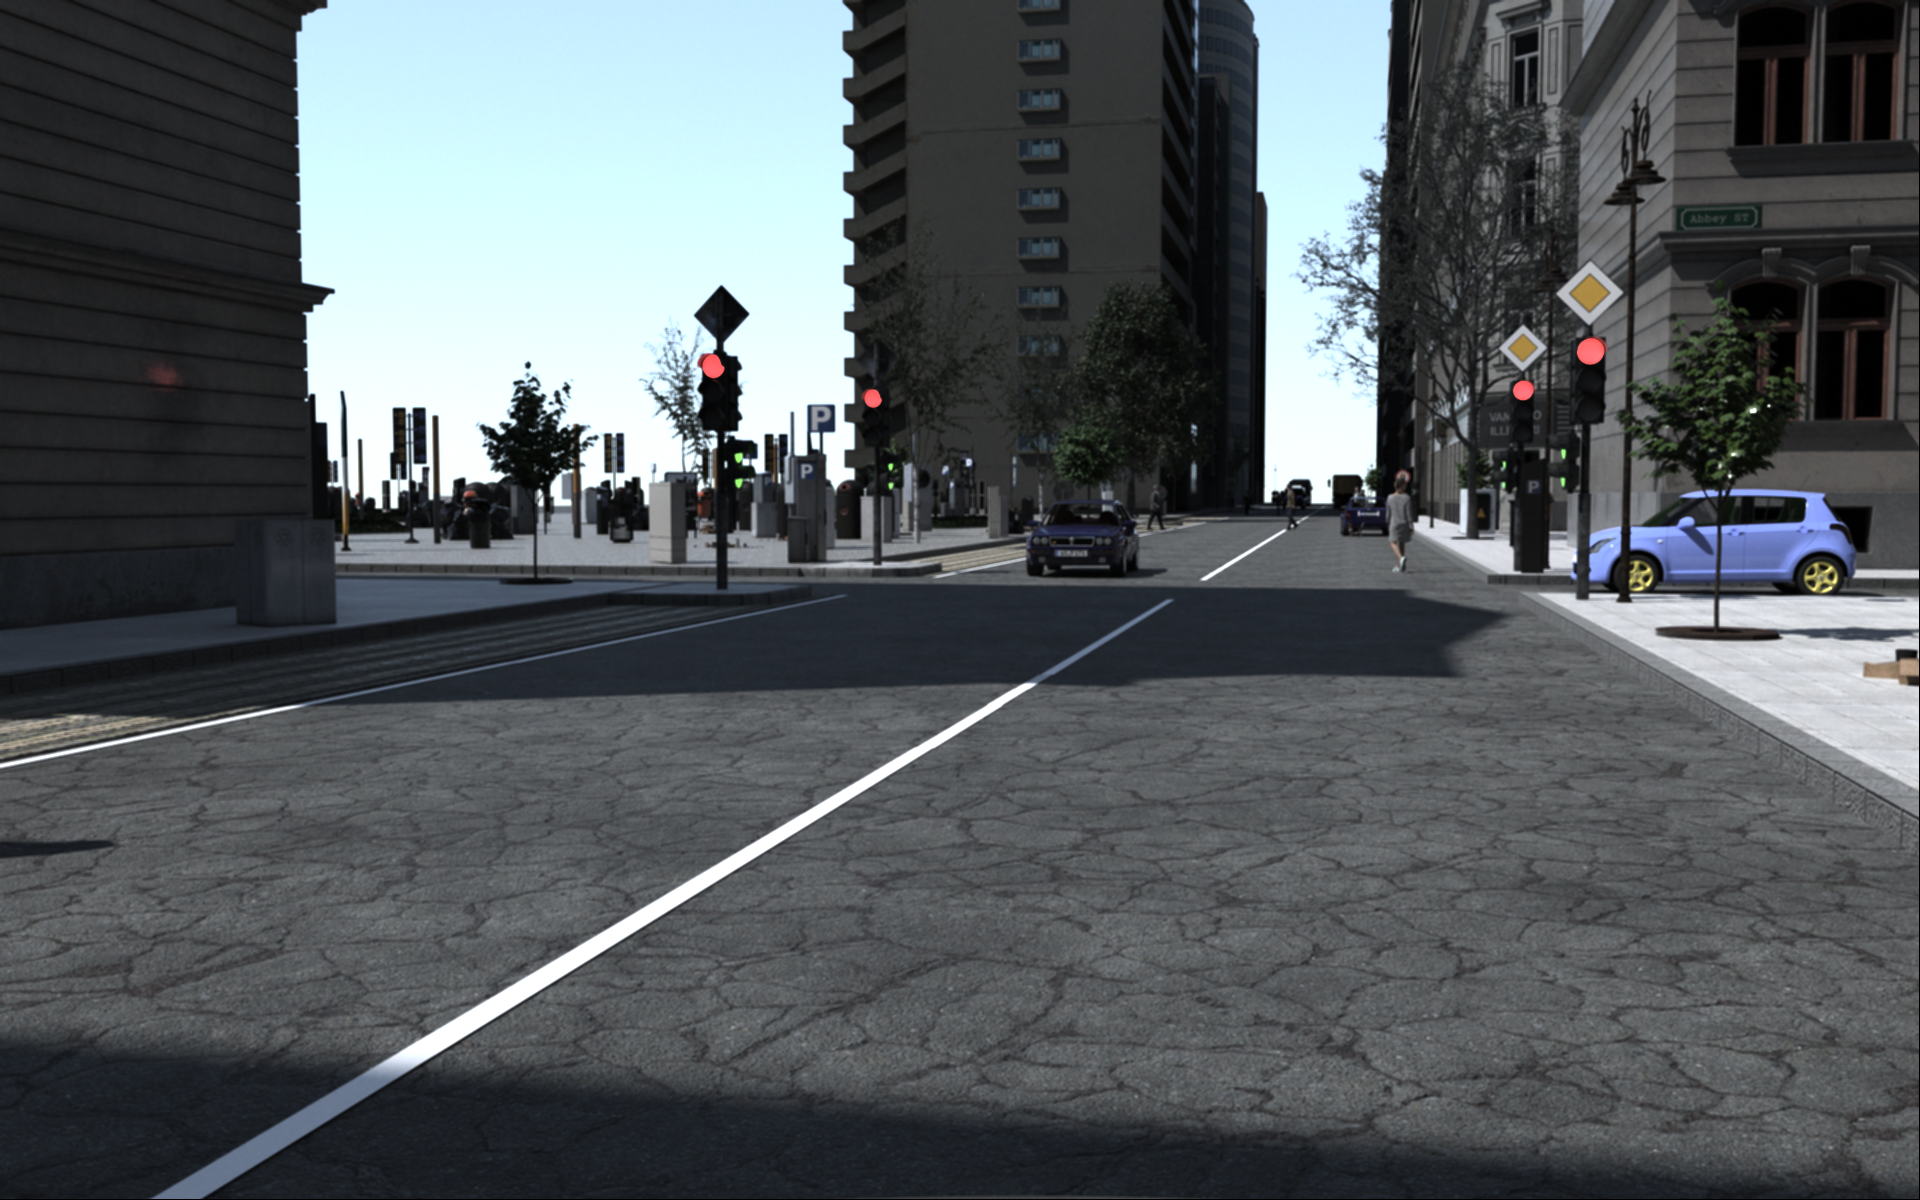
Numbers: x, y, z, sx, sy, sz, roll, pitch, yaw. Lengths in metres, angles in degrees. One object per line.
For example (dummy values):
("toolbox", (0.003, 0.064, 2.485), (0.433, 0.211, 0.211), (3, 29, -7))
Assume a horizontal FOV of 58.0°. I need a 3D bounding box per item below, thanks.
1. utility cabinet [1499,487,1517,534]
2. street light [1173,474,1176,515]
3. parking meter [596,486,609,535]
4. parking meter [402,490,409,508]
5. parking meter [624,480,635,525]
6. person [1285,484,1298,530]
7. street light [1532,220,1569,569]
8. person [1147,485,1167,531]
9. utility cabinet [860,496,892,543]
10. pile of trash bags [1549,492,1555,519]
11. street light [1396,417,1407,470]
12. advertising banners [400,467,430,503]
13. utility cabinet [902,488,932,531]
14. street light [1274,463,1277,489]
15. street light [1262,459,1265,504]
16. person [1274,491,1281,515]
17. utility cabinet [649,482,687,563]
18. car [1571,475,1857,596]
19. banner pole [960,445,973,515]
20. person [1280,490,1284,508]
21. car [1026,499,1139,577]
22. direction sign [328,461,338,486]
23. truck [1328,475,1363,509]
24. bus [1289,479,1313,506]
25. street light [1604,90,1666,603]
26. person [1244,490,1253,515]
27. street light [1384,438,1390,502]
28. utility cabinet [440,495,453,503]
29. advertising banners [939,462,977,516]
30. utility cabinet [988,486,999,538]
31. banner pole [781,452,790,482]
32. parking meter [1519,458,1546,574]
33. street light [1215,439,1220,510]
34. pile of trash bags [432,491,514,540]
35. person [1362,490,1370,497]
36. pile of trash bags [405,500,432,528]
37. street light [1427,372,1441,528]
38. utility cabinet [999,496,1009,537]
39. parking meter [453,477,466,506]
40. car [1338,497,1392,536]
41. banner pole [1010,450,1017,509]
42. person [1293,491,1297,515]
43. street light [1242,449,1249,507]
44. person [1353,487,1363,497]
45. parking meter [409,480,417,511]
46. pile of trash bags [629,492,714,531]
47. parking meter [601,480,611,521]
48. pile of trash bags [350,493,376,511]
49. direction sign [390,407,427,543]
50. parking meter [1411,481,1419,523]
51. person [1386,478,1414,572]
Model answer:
("utility cabinet", (17.409, -2.778, 54.093), (0.318, 1.500, 1.173), (-2, 4, -34))
("street light", (13.227, -8.180, 106.525), (0.468, 5.910, 1.993), (1, 4, 12))
("parking meter", (-11.365, -2.854, 55.069), (0.372, 1.533, 0.369), (0, 3, 0))
("parking meter", (-33.876, -5.959, 105.845), (0.372, 1.533, 0.369), (0, 3, 0))
("parking meter", (-13.749, -4.061, 72.115), (0.399, 1.863, 0.255), (0, 4, -4))
("person", (13.276, -3.737, 69.518), (0.836, 1.842, 0.656), (-3, 5, -39))
("street light", (10.051, -3.473, 29.564), (0.468, 5.910, 1.993), (1, 4, 12))
("person", (7.699, -3.584, 67.497), (0.834, 1.777, 0.661), (1, 4, 15))
("utility cabinet", (-2.202, -2.113, 45.704), (0.306, 1.237, 1.020), (-3, 5, -40))
("pile of trash bags", (17.911, -2.430, 49.478), (1.912, 1.369, 3.447), (-3, 5, -42))
("street light", (26.458, -8.029, 104.061), (0.468, 5.910, 1.993), (1, 4, 12))
("advertising banners", (-34.654, -6.964, 110.050), (2.074, 3.025, 0.090), (-3, 4, -39))
("utility cabinet", (-1.450, -3.078, 59.007), (0.318, 1.500, 1.173), (3, 5, 41))
("street light", (47.295, -17.554, 259.792), (0.468, 5.910, 1.993), (1, 4, 12))
("street light", (39.227, -15.350, 223.765), (0.468, 5.910, 1.993), (1, 4, 12))
("person", (21.241, -6.480, 115.922), (0.415, 1.643, 0.593), (-1, 4, -15))
("utility cabinet", (-5.441, -1.443, 32.268), (0.318, 1.500, 1.173), (-2, 4, -30))
("car", (10.679, -0.923, 24.682), (3.694, 1.707, 1.945), (1, 4, 12))
("banner pole", (0.383, -5.992, 87.986), (0.863, 3.779, 0.401), (0, 4, -5))
("person", (32.515, -10.159, 174.601), (1.348, 1.824, 0.705), (1, 4, 18))
("car", (2.256, -1.148, 31.346), (1.945, 1.354, 3.894), (1, 4, 11))
("direction sign", (-42.370, -7.643, 116.966), (0.876, 3.537, 0.379), (1, 4, 17))
("truck", (38.042, -10.679, 170.527), (3.469, 3.379, 9.791), (1, 4, 11))
("bus", (40.768, -13.006, 207.504), (2.948, 3.499, 13.247), (1, 4, 12))
("street light", (7.880, -2.910, 20.368), (0.468, 5.910, 1.993), (1, 4, 12))
("person", (20.044, -6.803, 120.460), (0.721, 1.736, 1.217), (3, 4, 38))
("street light", (34.500, -10.233, 140.094), (0.468, 5.910, 1.993), (1, 4, 12))
("utility cabinet", (-22.690, -4.007, 76.676), (1.020, 1.237, 0.306), (2, 4, 29))
("advertising banners", (-0.112, -6.094, 95.828), (2.074, 3.025, 0.090), (0, 4, -7))
("utility cabinet", (0.965, -2.553, 50.417), (0.318, 1.500, 1.173), (0, 4, -1))
("banner pole", (-10.373, -6.951, 103.658), (0.863, 3.779, 0.401), (1, 4, 17))
("parking meter", (9.265, -1.367, 28.066), (0.399, 1.863, 0.255), (1, 4, 16))
("street light", (21.216, -10.384, 142.569), (0.468, 5.910, 1.993), (1, 4, 12))
("pile of trash bags", (-13.925, -2.441, 49.660), (1.912, 1.369, 3.447), (-1, 4, -21))
("person", (29.828, -7.253, 127.620), (0.750, 1.759, 0.617), (-1, 4, -10))
("pile of trash bags", (-19.704, -3.480, 66.650), (1.912, 1.369, 3.447), (1, 4, 20))
("street light", (17.926, -5.679, 65.634), (0.468, 5.910, 1.993), (1, 4, 12))
("utility cabinet", (1.189, -2.513, 52.245), (0.306, 1.237, 1.020), (-1, 4, -16))
("parking meter", (-17.491, -3.354, 60.542), (0.255, 1.863, 0.399), (3, 4, 37))
("car", (14.175, -2.924, 60.392), (1.945, 1.354, 3.894), (1, 4, 11))
("banner pole", (3.010, -6.623, 98.297), (0.401, 3.779, 0.863), (-2, 4, -28))
("person", (22.590, -6.587, 117.670), (0.593, 1.643, 0.415), (0, 4, -6))
("street light", (29.190, -12.589, 178.616), (0.468, 5.910, 1.993), (1, 4, 12))
("person", (19.669, -4.709, 85.889), (0.834, 1.777, 0.661), (-3, 5, -42))
("parking meter", (-23.062, -4.116, 73.004), (0.255, 1.863, 0.399), (-2, 4, -28))
("pile of trash bags", (-10.123, -3.175, 61.659), (1.912, 1.369, 3.447), (2, 4, 35))
("parking meter", (-14.637, -4.027, 71.552), (0.399, 1.863, 0.255), (3, 4, 37))
("pile of trash bags", (-39.369, -6.357, 113.689), (1.912, 1.369, 3.447), (-1, 4, -17))
("direction sign", (-14.380, -3.261, 45.321), (0.876, 3.537, 0.379), (0, 4, 3))
("parking meter", (20.532, -4.434, 78.203), (0.255, 1.863, 0.399), (2, 4, 34))
("person", (8.070, -1.372, 31.686), (0.466, 1.731, 0.760), (0, 4, -7))
